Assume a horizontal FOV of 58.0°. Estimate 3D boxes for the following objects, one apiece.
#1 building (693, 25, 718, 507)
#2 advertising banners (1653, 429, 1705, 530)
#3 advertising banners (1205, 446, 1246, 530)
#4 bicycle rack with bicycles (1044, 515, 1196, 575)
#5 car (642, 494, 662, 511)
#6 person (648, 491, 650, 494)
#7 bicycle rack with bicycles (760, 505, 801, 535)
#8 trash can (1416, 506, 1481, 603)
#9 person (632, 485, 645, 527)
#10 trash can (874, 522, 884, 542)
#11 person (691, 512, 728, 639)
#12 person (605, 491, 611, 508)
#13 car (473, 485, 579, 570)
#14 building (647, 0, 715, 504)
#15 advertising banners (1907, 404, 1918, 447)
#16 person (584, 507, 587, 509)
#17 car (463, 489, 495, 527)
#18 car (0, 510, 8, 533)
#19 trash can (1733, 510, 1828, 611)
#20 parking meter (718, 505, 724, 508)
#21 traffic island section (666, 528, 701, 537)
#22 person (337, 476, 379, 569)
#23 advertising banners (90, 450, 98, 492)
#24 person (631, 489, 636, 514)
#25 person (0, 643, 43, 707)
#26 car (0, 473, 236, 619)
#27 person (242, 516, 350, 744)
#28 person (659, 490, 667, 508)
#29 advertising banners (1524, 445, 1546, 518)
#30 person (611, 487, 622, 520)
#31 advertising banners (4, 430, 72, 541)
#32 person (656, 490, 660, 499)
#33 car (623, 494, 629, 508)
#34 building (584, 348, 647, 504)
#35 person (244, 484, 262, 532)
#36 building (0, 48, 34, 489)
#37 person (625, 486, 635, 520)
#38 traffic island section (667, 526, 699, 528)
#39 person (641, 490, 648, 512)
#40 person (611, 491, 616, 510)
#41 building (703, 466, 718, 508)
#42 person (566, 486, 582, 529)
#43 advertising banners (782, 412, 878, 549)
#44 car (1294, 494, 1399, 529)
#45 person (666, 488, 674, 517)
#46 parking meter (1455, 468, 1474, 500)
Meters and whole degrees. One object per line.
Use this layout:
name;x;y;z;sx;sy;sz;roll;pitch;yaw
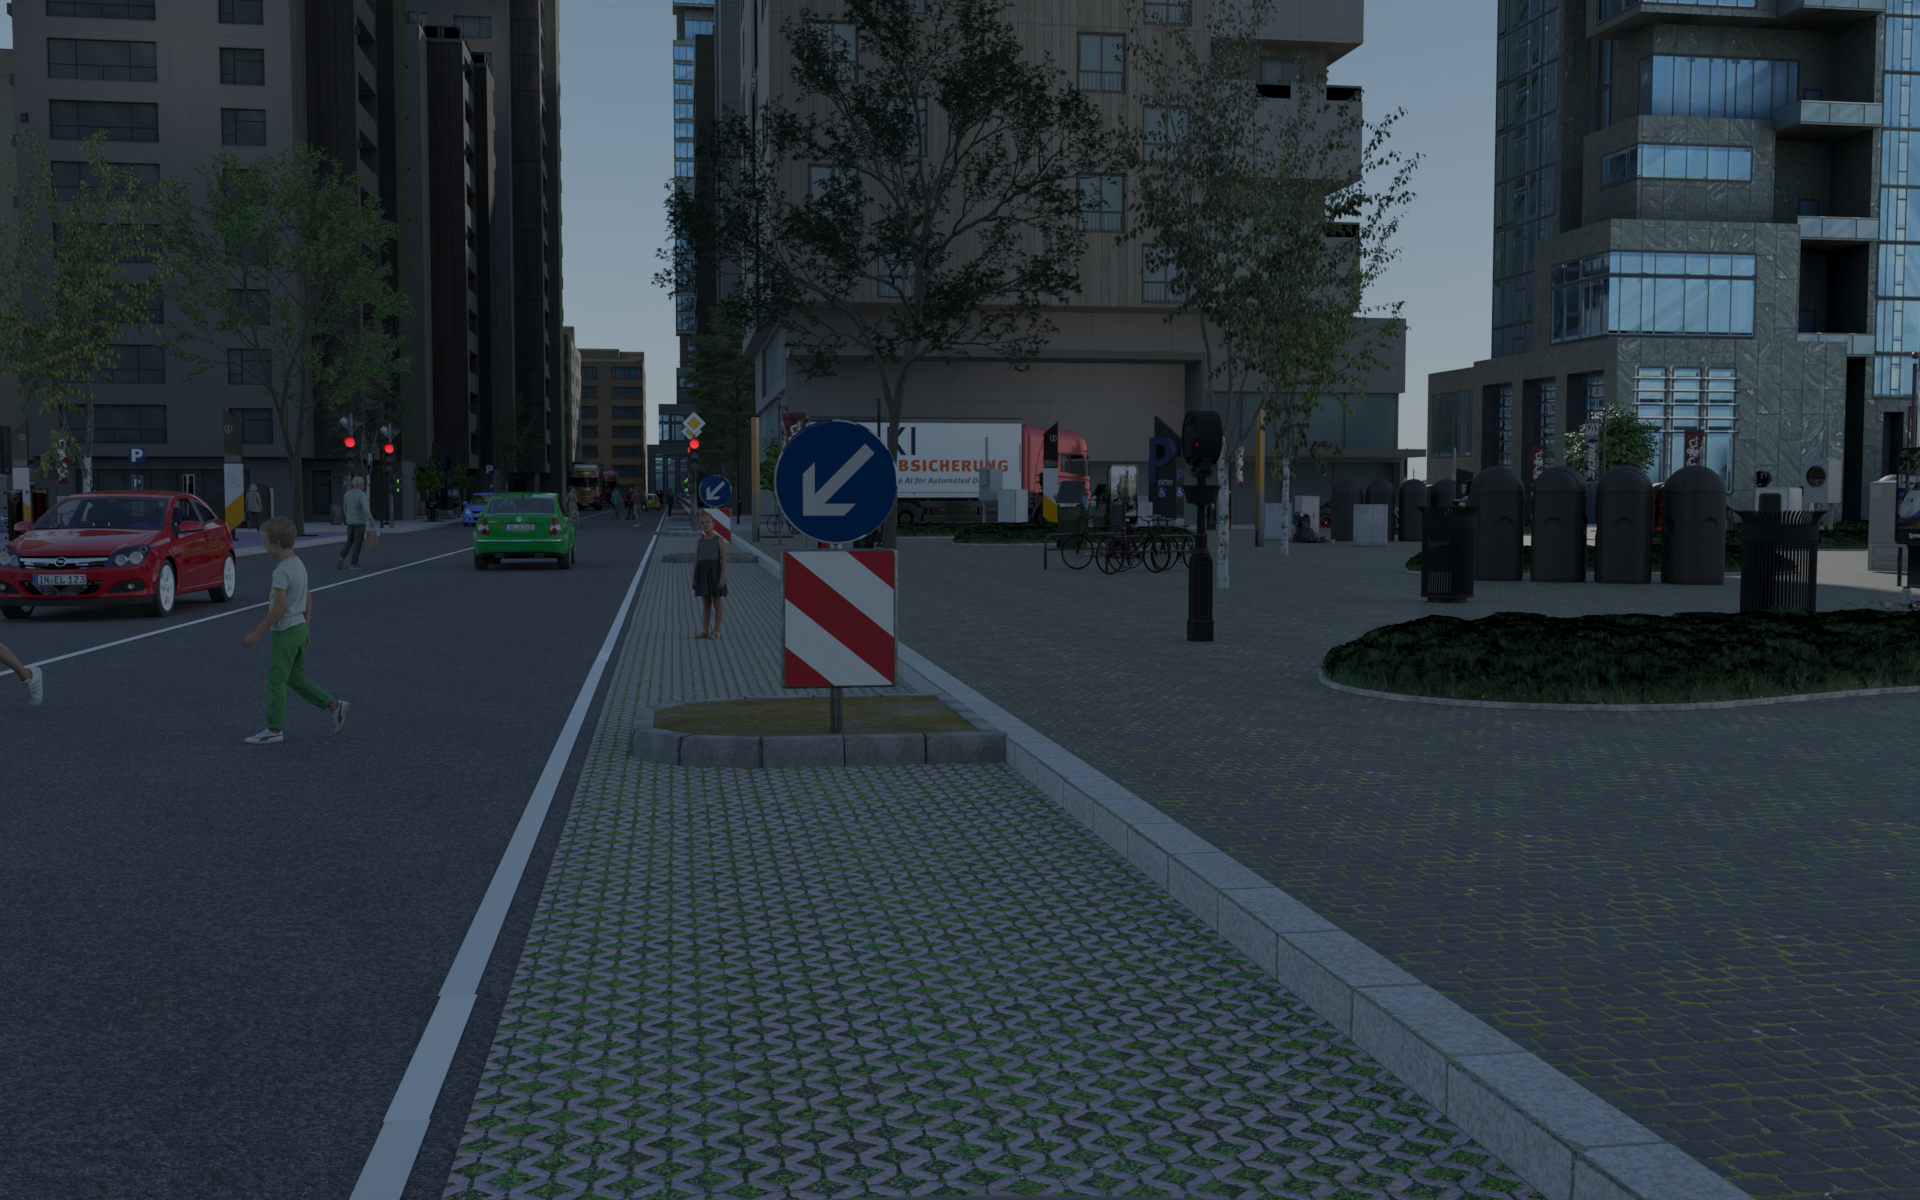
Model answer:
building;-16.408;-33.912;178.162;21.300;48.544;21.600;-1;4;-9
advertising banners;19.103;-3.114;47.105;2.074;3.025;0.090;1;4;20
advertising banners;9.545;-4.036;62.184;2.074;3.025;0.090;-3;4;-37
bicycle rack with bicycles;2.861;-0.956;29.012;2.925;0.926;2.852;-2;4;-30
car;-27.001;-8.598;150.798;2.015;1.641;3.980;0;4;-8
person;-38.746;-12.678;215.918;0.705;1.807;1.348;-2;4;-29
bicycle rack with bicycles;-5.106;-2.625;56.295;2.925;0.926;2.852;-3;5;-44
trash can;5.790;-0.545;20.557;0.748;1.137;0.748;0;3;0
person;-14.156;-4.144;76.227;0.573;1.828;0.580;0;4;-3
trash can;-2.142;-2.115;46.241;0.748;1.137;0.748;0;3;0
person;-2.462;-0.235;17.018;0.362;1.253;0.373;2;4;27
person;-36.555;-10.462;180.005;0.683;1.767;0.568;0;4;1
car;-8.550;-1.554;34.207;1.959;1.807;4.718;-1;4;-10
building;-27.005;-56.424;235.198;31.000;86.520;22.319;-1;4;-9
advertising banners;18.779;-2.359;34.755;0.090;3.025;2.074;1;4;9
person;-36.861;-9.843;169.874;0.683;1.767;0.568;2;4;33
car;-21.071;-4.125;77.038;1.945;1.707;3.694;-1;4;-8
car;-34.253;-2.849;58.589;4.499;1.417;2.014;-1;4;-11
trash can;7.111;-0.208;15.048;0.748;1.137;0.748;0;3;0
parking meter;-11.488;-4.742;83.243;0.255;1.863;0.399;0;4;-3
traffic island section;-9.041;-2.261;59.251;2.009;0.180;2.903;-1;4;-9
person;-11.449;-1.465;32.941;0.782;1.767;0.515;2;4;27
advertising banners;-33.578;-4.350;67.304;0.090;3.025;2.074;-3;5;-39
person;-22.867;-6.886;121.434;0.599;1.781;0.374;2;4;34
person;-6.374;-0.119;11.188;0.466;1.731;0.760;2;4;31
car;-10.331;-0.755;21.379;2.155;1.783;4.494;-1;4;-9
person;-3.848;0.166;10.035;0.590;1.304;0.306;-2;4;-27
person;-30.464;-10.298;176.500;1.348;1.869;0.705;0;4;6
advertising banners;19.977;-4.028;62.041;2.074;3.025;0.090;0;4;-7
person;-19.317;-5.424;97.037;0.748;1.841;0.638;-3;5;-44
advertising banners;-25.120;-3.121;47.223;2.074;3.025;0.090;1;4;9
person;-29.737;-9.876;170.074;0.705;1.812;1.348;-2;4;-29
car;-33.510;-10.254;177.438;2.009;1.686;4.222;-1;4;-11
building;-57.198;-23.775;233.760;28.899;21.520;27.650;-1;4;-9
person;-24.774;-3.173;60.560;0.709;1.800;0.728;1;4;9
building;-105.551;-34.818;192.979;21.600;48.544;21.300;-1;4;-9
person;-18.251;-5.393;96.036;0.648;1.900;0.474;3;5;42
traffic island section;-10.346;-2.743;67.129;2.009;0.180;2.903;-1;4;-9
person;-25.535;-8.022;140.063;0.834;1.777;0.661;0;4;4
person;-31.579;-9.085;157.777;0.721;1.736;1.217;0;4;7
building;-12.951;-43.923;156.385;20.563;71.187;20.611;-1;4;-9
person;-15.974;-3.845;71.704;0.599;1.781;0.374;1;4;18
advertising banners;-2.786;-2.503;37.107;2.074;3.025;0.090;0;4;5
car;15.137;-3.529;67.486;4.222;1.686;2.009;-1;4;-8
person;-18.348;-6.168;109.532;0.419;1.800;0.721;1;4;17
parking meter;11.449;-2.053;39.274;0.399;1.863;0.255;1;4;8
